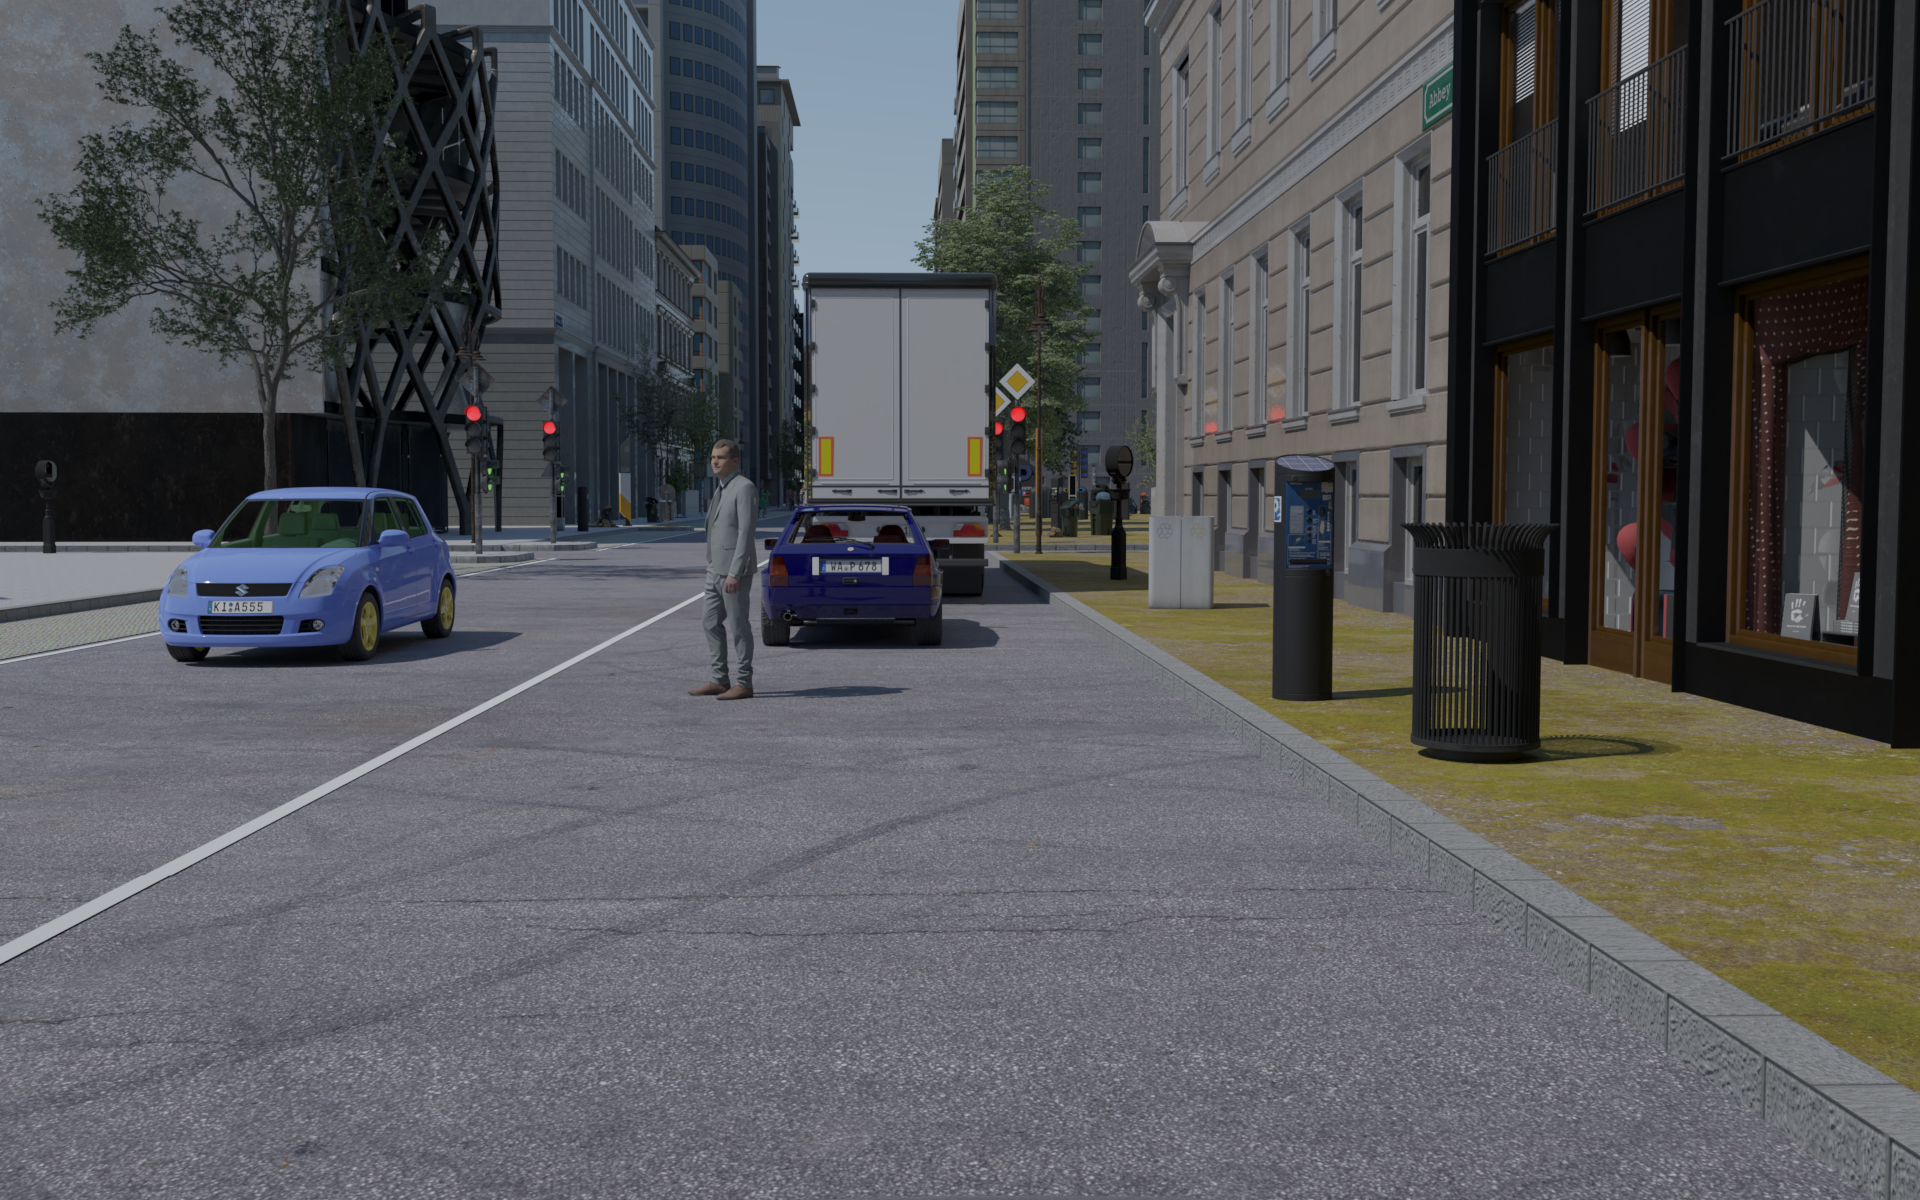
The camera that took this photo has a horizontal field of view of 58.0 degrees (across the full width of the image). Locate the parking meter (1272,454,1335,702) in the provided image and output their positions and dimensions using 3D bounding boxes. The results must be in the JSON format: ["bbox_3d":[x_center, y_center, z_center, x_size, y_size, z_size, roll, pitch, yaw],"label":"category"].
[{"bbox_3d":[2.150,-0.149,10.839,0.372,1.533,0.369,0,3,0],"label":"parking meter"}]

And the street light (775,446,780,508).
[{"bbox_3d":[-16.749,-11.418,159.464,0.468,5.910,1.993,0,4,-2],"label":"street light"}]

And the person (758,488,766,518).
[{"bbox_3d":[-11.805,-5.774,103.151,0.529,1.795,0.600,1,4,14],"label":"person"}]

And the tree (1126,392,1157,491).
[{"bbox_3d":[13.617,-10.259,118.094,4.737,8.622,4.395,0,3,0],"label":"tree"}]

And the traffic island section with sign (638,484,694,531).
[{"bbox_3d":[-11.404,-3.595,67.400,1.989,1.847,2.006,0,4,-2],"label":"traffic island section with sign"}]

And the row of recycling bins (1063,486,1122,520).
[{"bbox_3d":[6.448,-4.868,86.703,3.534,1.692,1.069,0,4,1],"label":"row of recycling bins"}]

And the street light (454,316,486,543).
[{"bbox_3d":[-12.676,-4.416,44.991,0.468,5.910,1.993,0,4,-2],"label":"street light"}]

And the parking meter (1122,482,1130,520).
[{"bbox_3d":[8.204,-4.904,85.893,0.399,1.863,0.255,2,4,24],"label":"parking meter"}]

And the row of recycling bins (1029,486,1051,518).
[{"bbox_3d":[4.418,-5.270,93.279,1.069,1.692,3.534,1,4,12],"label":"row of recycling bins"}]

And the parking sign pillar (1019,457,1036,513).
[{"bbox_3d":[4.413,-7.847,116.771,1.447,3.967,1.447,1,4,20],"label":"parking sign pillar"}]

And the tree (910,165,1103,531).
[{"bbox_3d":[1.335,-8.689,60.200,7.486,12.596,7.792,0,3,0],"label":"tree"}]

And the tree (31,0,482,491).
[{"bbox_3d":[-12.182,-5.831,29.754,8.767,10.594,7.601,1,4,17],"label":"tree"}]

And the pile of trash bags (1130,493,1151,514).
[{"bbox_3d":[11.535,-6.188,110.918,1.912,1.369,3.447,1,4,15],"label":"pile of trash bags"}]

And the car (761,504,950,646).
[{"bbox_3d":[-1.064,-0.315,17.735,1.945,1.354,3.894,0,4,-2],"label":"car"}]

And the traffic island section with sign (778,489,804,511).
[{"bbox_3d":[-14.205,-8.331,144.846,1.989,1.847,2.006,0,4,-2],"label":"traffic island section with sign"}]

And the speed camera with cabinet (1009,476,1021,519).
[{"bbox_3d":[2.641,-5.822,89.532,0.660,3.252,2.038,1,4,15],"label":"speed camera with cabinet"}]

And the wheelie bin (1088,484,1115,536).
[{"bbox_3d":[4.397,-2.799,53.677,0.693,1.594,0.980,-2,4,-29],"label":"wheelie bin"}]

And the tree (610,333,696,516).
[{"bbox_3d":[-13.819,-7.862,78.899,4.360,8.622,3.978,0,3,0],"label":"tree"}]

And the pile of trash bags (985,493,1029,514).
[{"bbox_3d":[3.201,-6.387,114.176,3.447,1.369,1.912,1,4,23],"label":"pile of trash bags"}]

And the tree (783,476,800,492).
[{"bbox_3d":[-18.051,-11.579,183.915,1.663,3.219,1.824,0,3,0],"label":"tree"}]

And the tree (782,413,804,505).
[{"bbox_3d":[-18.419,-16.083,197.362,8.767,10.594,7.601,0,4,-3],"label":"tree"}]

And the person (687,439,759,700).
[{"bbox_3d":[-1.610,-0.217,12.146,0.391,1.810,0.635,-2,4,-35],"label":"person"}]

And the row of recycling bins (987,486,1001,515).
[{"bbox_3d":[1.815,-4.776,85.205,1.069,1.692,3.534,0,4,1],"label":"row of recycling bins"}]

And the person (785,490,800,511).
[{"bbox_3d":[-13.763,-8.138,142.281,1.217,1.743,0.721,0,4,-4],"label":"person"}]

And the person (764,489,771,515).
[{"bbox_3d":[-13.320,-6.722,118.650,0.600,1.795,0.529,2,4,25],"label":"person"}]

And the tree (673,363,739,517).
[{"bbox_3d":[-14.592,-9.026,97.935,4.737,8.622,4.395,0,3,0],"label":"tree"}]

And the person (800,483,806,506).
[{"bbox_3d":[-4.717,-2.732,53.349,0.473,1.802,0.592,0,4,-1],"label":"person"}]

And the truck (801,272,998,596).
[{"bbox_3d":[-0.931,-2.363,27.544,2.839,4.237,11.283,0,4,-2],"label":"truck"}]

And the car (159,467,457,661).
[{"bbox_3d":[-5.927,-0.391,15.988,1.945,1.707,3.694,0,4,-1],"label":"car"}]

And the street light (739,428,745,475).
[{"bbox_3d":[-15.305,-9.096,121.503,0.468,5.910,1.993,0,4,-2],"label":"street light"}]

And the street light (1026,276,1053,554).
[{"bbox_3d":[1.689,-3.923,36.927,0.468,5.910,1.993,0,4,-2],"label":"street light"}]

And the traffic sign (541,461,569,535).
[{"bbox_3d":[-12.747,-3.336,54.554,0.884,2.594,0.081,0,4,-2],"label":"traffic sign"}]

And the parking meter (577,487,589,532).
[{"bbox_3d":[-12.927,-3.116,59.350,0.372,1.533,0.369,0,3,0],"label":"parking meter"}]

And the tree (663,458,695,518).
[{"bbox_3d":[-15.054,-6.019,93.012,1.663,3.219,1.824,0,3,0],"label":"tree"}]

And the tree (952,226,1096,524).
[{"bbox_3d":[1.344,-9.601,73.987,9.611,12.733,9.660,0,3,0],"label":"tree"}]

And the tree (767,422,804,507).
[{"bbox_3d":[-17.597,-13.825,176.404,4.360,8.622,3.978,0,3,0],"label":"tree"}]

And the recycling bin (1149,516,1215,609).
[{"bbox_3d":[2.511,-0.433,19.626,0.722,1.027,0.722,0,4,8],"label":"recycling bin"}]

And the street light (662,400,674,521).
[{"bbox_3d":[-13.965,-6.719,82.637,0.468,5.910,1.993,0,4,-2],"label":"street light"}]

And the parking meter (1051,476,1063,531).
[{"bbox_3d":[3.067,-3.004,54.833,0.255,1.863,0.399,2,4,34],"label":"parking meter"}]
